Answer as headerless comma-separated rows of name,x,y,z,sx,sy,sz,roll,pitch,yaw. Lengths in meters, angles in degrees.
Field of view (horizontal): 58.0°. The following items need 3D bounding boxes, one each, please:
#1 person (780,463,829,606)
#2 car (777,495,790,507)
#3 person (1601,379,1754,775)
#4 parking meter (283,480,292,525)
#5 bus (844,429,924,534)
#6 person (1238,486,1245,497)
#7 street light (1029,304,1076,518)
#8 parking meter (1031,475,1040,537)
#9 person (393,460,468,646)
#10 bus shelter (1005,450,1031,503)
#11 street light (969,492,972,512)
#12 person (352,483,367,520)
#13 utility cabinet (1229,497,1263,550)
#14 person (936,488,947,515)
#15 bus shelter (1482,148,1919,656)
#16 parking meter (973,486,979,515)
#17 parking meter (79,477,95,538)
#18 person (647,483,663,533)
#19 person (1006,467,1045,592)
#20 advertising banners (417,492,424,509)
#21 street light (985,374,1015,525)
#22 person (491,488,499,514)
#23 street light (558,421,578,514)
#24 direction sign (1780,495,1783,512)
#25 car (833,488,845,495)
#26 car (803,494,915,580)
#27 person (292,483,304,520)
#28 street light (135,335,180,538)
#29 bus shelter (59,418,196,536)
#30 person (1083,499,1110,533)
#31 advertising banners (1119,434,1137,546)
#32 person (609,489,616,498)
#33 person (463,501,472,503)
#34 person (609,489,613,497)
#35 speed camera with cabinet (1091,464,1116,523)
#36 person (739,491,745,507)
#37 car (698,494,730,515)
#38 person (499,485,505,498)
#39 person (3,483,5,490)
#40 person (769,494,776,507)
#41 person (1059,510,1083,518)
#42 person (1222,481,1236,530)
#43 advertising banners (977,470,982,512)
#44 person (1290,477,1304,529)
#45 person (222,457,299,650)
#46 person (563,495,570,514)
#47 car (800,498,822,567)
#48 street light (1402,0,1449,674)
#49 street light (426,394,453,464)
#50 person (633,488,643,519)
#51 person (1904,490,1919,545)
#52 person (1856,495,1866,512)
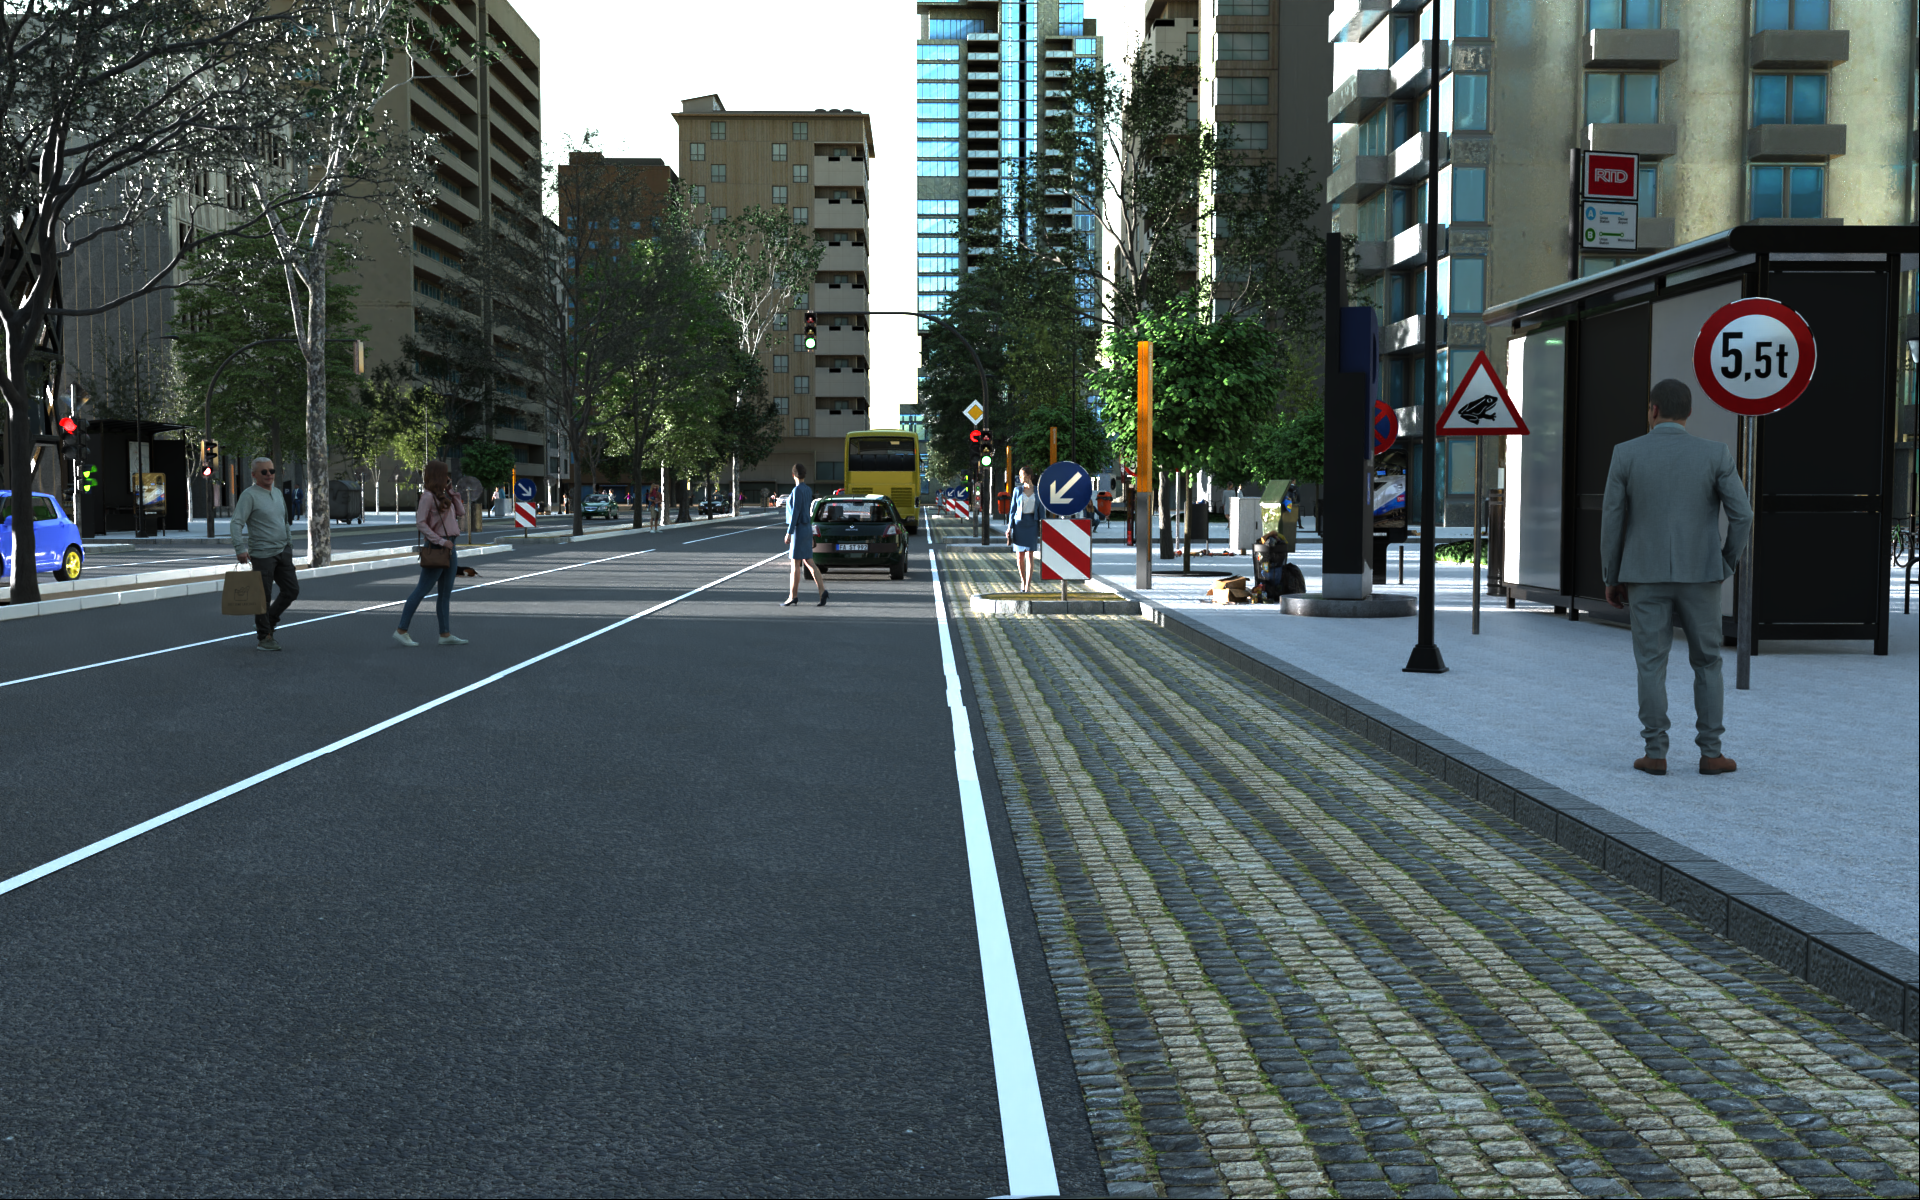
person,-1.995,-0.829,22.071,0.654,1.822,0.581,2,4,34
car,-18.633,-10.645,186.402,2.083,1.381,4.827,0,4,-1
person,3.282,-0.111,7.961,0.635,1.810,0.391,1,4,13
parking meter,-27.875,-4.035,71.688,0.399,1.863,0.255,-2,4,-28
bus,-2.758,-4.446,64.245,2.896,3.916,12.252,0,4,-1
person,16.171,-5.766,100.196,0.818,1.842,0.514,0,4,3
street light,2.199,-4.234,41.768,1.470,5.913,1.316,0,4,-1
parking meter,2.331,-2.836,52.079,0.255,1.863,0.399,3,5,41
person,-5.026,-0.447,16.407,0.643,1.750,0.593,0,4,4
bus shelter,3.534,-7.495,100.176,2.179,5.291,8.768,0,4,-1
street light,0.307,-9.398,126.204,1.470,5.913,1.316,0,4,-1
person,-29.835,-4.890,85.834,0.795,1.843,0.661,-3,5,-41
utility cabinet,6.655,-1.773,40.155,0.306,1.237,1.020,3,5,45
person,-1.286,-6.675,117.738,0.778,1.811,0.616,-1,4,-14
bus shelter,6.962,-2.461,17.865,2.179,5.291,8.768,0,4,-1
parking meter,0.993,-6.186,106.860,0.255,1.863,0.399,-2,4,-28
parking meter,-25.414,-2.732,50.381,0.255,1.863,0.399,3,5,40
person,-11.308,-3.406,64.170,0.573,1.828,0.580,0,4,-1
person,0.978,-1.008,24.998,0.581,1.822,0.654,1,4,16
advertising banners,-29.728,-6.134,96.470,0.090,3.025,2.074,1,4,10
street light,1.559,-5.802,67.402,1.470,5.913,1.316,0,4,-1
person,-30.144,-6.449,112.156,0.598,1.740,0.731,1,4,9
street light,-24.789,-8.378,109.515,1.470,5.913,1.316,0,4,-1
direction sign,19.663,-3.022,41.408,0.876,3.537,0.379,-1,4,-13
car,-6.997,-6.216,110.301,2.281,1.827,5.304,0,4,-1
car,-1.796,-1.261,30.412,2.009,1.686,4.222,0,4,-1
person,-32.520,-4.810,84.864,0.721,1.800,0.419,0,4,6
street light,-23.489,-4.781,50.714,1.470,5.913,1.316,0,4,-1
bus shelter,-27.012,-3.989,56.498,1.731,3.624,6.357,0,4,-1
person,4.470,-2.818,57.613,1.012,1.151,0.738,-1,4,-12
advertising banners,4.224,-2.852,42.823,0.090,3.025,2.074,-1,4,-10
person,-23.736,-6.705,118.306,0.466,1.800,0.511,-1,4,-11
person,-20.701,-3.935,73.016,0.526,1.800,0.537,-3,5,-44
person,-21.558,-5.992,107.212,0.466,1.731,0.760,3,5,44
speed camera with cabinet,6.234,-5.015,76.323,0.660,3.252,2.038,2,4,28
person,-23.613,-10.894,187.301,1.217,1.739,0.721,-2,4,-34
car,-17.068,-6.751,120.171,2.009,1.686,4.222,0,4,0
person,-27.106,-5.895,102.288,0.748,1.841,0.638,-2,4,-26
person,-36.775,-3.688,66.766,0.576,1.772,0.534,2,4,27
person,-20.290,-10.768,187.747,0.628,1.438,0.799,3,4,38
person,3.292,-2.762,51.549,0.694,1.780,0.624,-2,4,-27
person,9.635,-3.356,61.672,0.466,1.731,0.760,-2,4,-24
advertising banners,1.521,-7.788,123.529,0.090,3.025,2.074,-2,4,-26
person,12.449,-3.611,64.448,0.648,1.900,0.474,3,4,36
person,-6.414,-0.417,15.798,0.515,1.767,0.782,1,4,18
person,-25.517,-6.214,112.329,0.352,1.250,0.332,-3,5,-43
car,-2.349,-1.425,35.665,2.083,1.381,4.827,0,4,-2
street light,2.833,-2.436,12.367,1.470,5.913,1.316,0,4,-1
street light,-24.087,-6.580,80.116,1.470,5.913,1.316,0,4,-1
person,-18.109,-5.429,97.523,0.793,1.790,0.793,2,4,24
person,23.563,-2.176,42.372,0.760,1.731,0.466,0,4,4
person,23.015,-2.055,44.310,0.373,1.253,0.362,0,4,4
